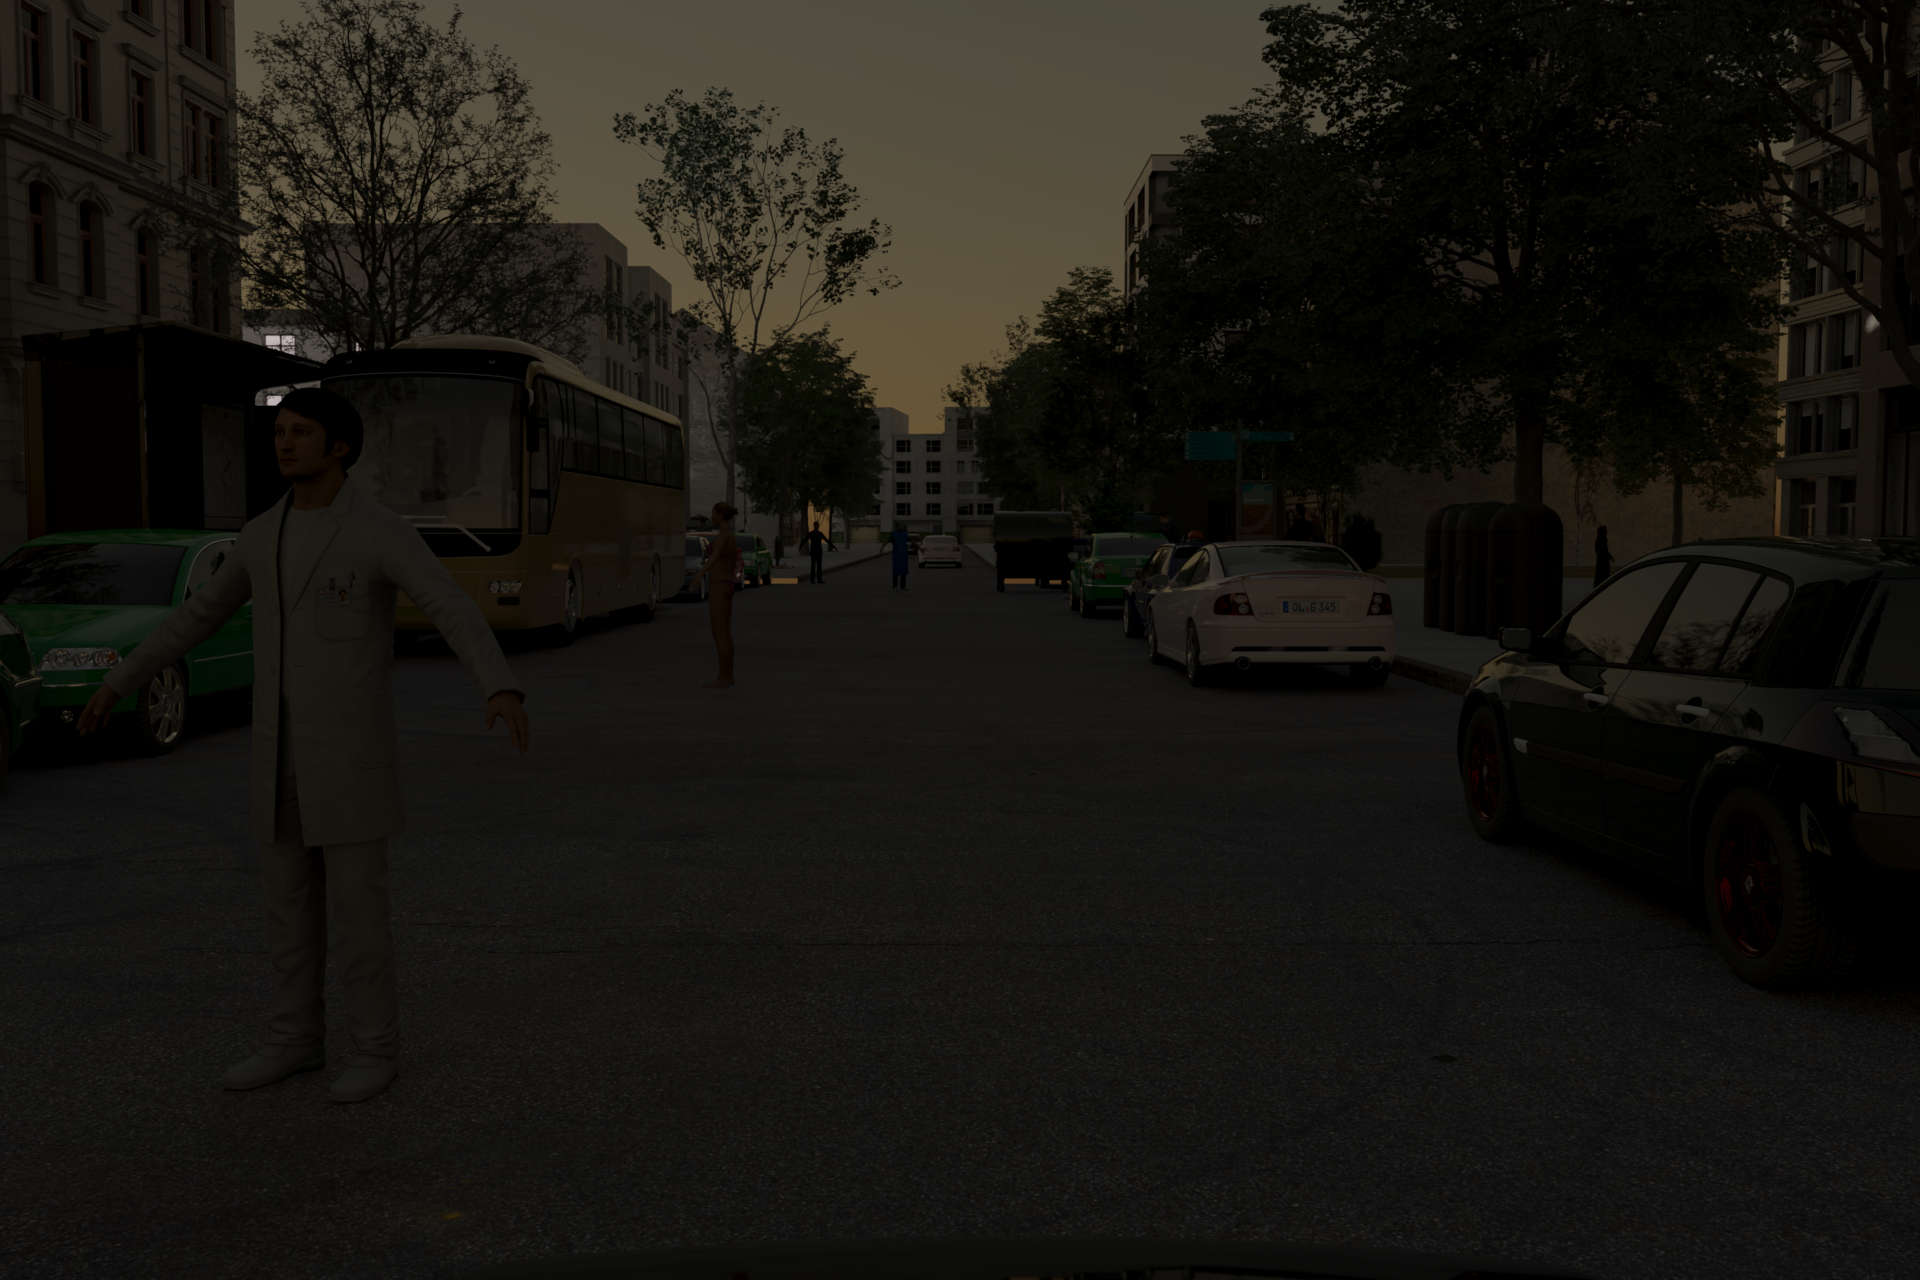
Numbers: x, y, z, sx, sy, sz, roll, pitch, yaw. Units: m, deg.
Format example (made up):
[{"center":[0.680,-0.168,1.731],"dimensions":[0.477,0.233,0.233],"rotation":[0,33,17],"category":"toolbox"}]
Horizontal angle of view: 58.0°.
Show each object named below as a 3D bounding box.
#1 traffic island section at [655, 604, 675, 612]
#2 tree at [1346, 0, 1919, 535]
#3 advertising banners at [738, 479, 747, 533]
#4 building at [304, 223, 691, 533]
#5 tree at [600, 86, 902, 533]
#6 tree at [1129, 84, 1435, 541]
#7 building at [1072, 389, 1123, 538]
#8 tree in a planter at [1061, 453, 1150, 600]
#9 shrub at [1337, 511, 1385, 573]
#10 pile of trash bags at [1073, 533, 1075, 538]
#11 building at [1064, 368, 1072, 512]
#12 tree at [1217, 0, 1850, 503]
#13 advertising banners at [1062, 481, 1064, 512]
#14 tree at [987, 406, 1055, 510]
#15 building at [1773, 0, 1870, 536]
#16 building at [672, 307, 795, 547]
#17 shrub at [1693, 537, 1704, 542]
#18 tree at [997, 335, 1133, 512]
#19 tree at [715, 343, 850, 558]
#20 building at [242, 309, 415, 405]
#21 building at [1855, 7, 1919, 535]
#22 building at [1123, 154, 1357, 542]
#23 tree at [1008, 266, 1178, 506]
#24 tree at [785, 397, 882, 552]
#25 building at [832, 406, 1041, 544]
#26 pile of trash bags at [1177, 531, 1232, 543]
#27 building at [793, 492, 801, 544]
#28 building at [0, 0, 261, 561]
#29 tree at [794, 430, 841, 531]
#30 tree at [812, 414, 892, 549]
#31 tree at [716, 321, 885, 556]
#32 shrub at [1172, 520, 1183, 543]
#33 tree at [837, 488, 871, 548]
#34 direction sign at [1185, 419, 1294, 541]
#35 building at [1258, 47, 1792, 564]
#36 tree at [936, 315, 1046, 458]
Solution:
[{"center":[-6.442,-0.598,32.650],"dimensions":[1.991,0.108,1.994],"rotation":[0,4,-1],"category":"traffic island section"},{"center":[8.762,-6.431,15.511],"dimensions":[12.009,13.543,11.850],"rotation":[0,3,0],"category":"tree"},{"center":[-6.878,-3.588,54.850],"dimensions":[0.090,3.025,2.074],"rotation":[0,4,-1],"category":"advertising banners"},{"center":[-28.799,-15.174,114.556],"dimensions":[16.747,18.905,31.486],"rotation":[0,4,0],"category":"building"},{"center":[-8.798,-13.214,71.938],"dimensions":[12.611,20.169,13.585],"rotation":[0,3,0],"category":"tree"},{"center":[9.248,-8.749,49.705],"dimensions":[9.857,13.997,8.962],"rotation":[0,3,0],"category":"tree"},{"center":[21.773,-21.736,186.314],"dimensions":[19.493,23.208,18.063],"rotation":[0,4,0],"category":"building"},{"center":[3.226,-2.490,37.930],"dimensions":[1.991,3.239,1.994],"rotation":[0,4,-1],"category":"tree in a planter"},{"center":[13.222,-3.257,57.290],"dimensions":[1.661,2.075,1.752],"rotation":[0,3,0],"category":"shrub"},{"center":[3.429,-2.653,53.125],"dimensions":[1.912,1.369,3.447],"rotation":[0,4,-2],"category":"pile of trash bags"},{"center":[24.105,-22.877,218.016],"dimensions":[27.936,21.610,32.646],"rotation":[0,4,-1],"category":"building"},{"center":[9.463,-7.477,28.897],"dimensions":[9.857,13.997,8.962],"rotation":[0,3,0],"category":"tree"},{"center":[3.355,-3.776,57.920],"dimensions":[0.090,3.025,2.074],"rotation":[0,4,-1],"category":"advertising banners"},{"center":[5.670,-13.286,135.345],"dimensions":[7.486,12.596,7.792],"rotation":[0,3,0],"category":"tree"},{"center":[27.984,-11.952,42.096],"dimensions":[8.464,21.280,15.925],"rotation":[0,4,0],"category":"building"},{"center":[-27.035,-21.198,177.520],"dimensions":[19.493,23.208,18.063],"rotation":[0,4,-1],"category":"building"},{"center":[25.575,-2.973,59.728],"dimensions":[1.383,1.207,1.383],"rotation":[0,3,0],"category":"shrub"},{"center":[5.519,-10.011,89.429],"dimensions":[9.928,11.665,9.643],"rotation":[0,3,0],"category":"tree"},{"center":[-9.525,-10.243,93.228],"dimensions":[9.928,11.665,9.643],"rotation":[0,3,0],"category":"tree"},{"center":[-27.663,-8.356,78.773],"dimensions":[9.099,9.664,28.070],"rotation":[0,4,0],"category":"building"},{"center":[27.423,-13.067,16.846],"dimensions":[19.350,26.588,34.151],"rotation":[0,4,0],"category":"building"},{"center":[24.043,-16.268,109.959],"dimensions":[27.936,21.610,32.646],"rotation":[0,4,-1],"category":"building"},{"center":[5.479,-9.549,74.246],"dimensions":[7.486,12.596,7.792],"rotation":[0,3,0],"category":"tree"},{"center":[-9.274,-12.230,125.722],"dimensions":[9.928,11.665,9.643],"rotation":[0,3,0],"category":"tree"},{"center":[-1.193,-23.114,246.823],"dimensions":[31.486,18.905,16.747],"rotation":[0,4,6],"category":"building"},{"center":[6.248,-2.142,44.782],"dimensions":[1.912,1.369,3.447],"rotation":[0,4,0],"category":"pile of trash bags"},{"center":[-25.336,-21.872,214.030],"dimensions":[16.016,20.090,11.380],"rotation":[0,4,-1],"category":"building"},{"center":[-28.308,-15.579,42.106],"dimensions":[14.401,28.519,23.554],"rotation":[0,4,0],"category":"building"},{"center":[-9.361,-10.035,114.433],"dimensions":[4.360,8.622,3.978],"rotation":[0,3,0],"category":"tree"},{"center":[-9.517,-13.860,144.740],"dimensions":[7.486,12.596,7.792],"rotation":[0,3,0],"category":"tree"},{"center":[-9.381,-12.013,103.062],"dimensions":[9.857,13.997,8.962],"rotation":[0,3,0],"category":"tree"},{"center":[6.596,-3.226,57.168],"dimensions":[1.690,2.028,1.600],"rotation":[0,3,0],"category":"shrub"},{"center":[-10.169,-12.597,156.320],"dimensions":[4.737,8.622,4.395],"rotation":[0,3,0],"category":"tree"},{"center":[6.486,-3.115,39.692],"dimensions":[2.525,3.948,1.411],"rotation":[0,4,0],"category":"direction sign"},{"center":[25.383,-15.367,82.181],"dimensions":[19.493,23.208,18.063],"rotation":[0,4,-1],"category":"building"},{"center":[4.288,-18.142,152.507],"dimensions":[12.611,20.169,13.585],"rotation":[0,3,0],"category":"tree"}]
